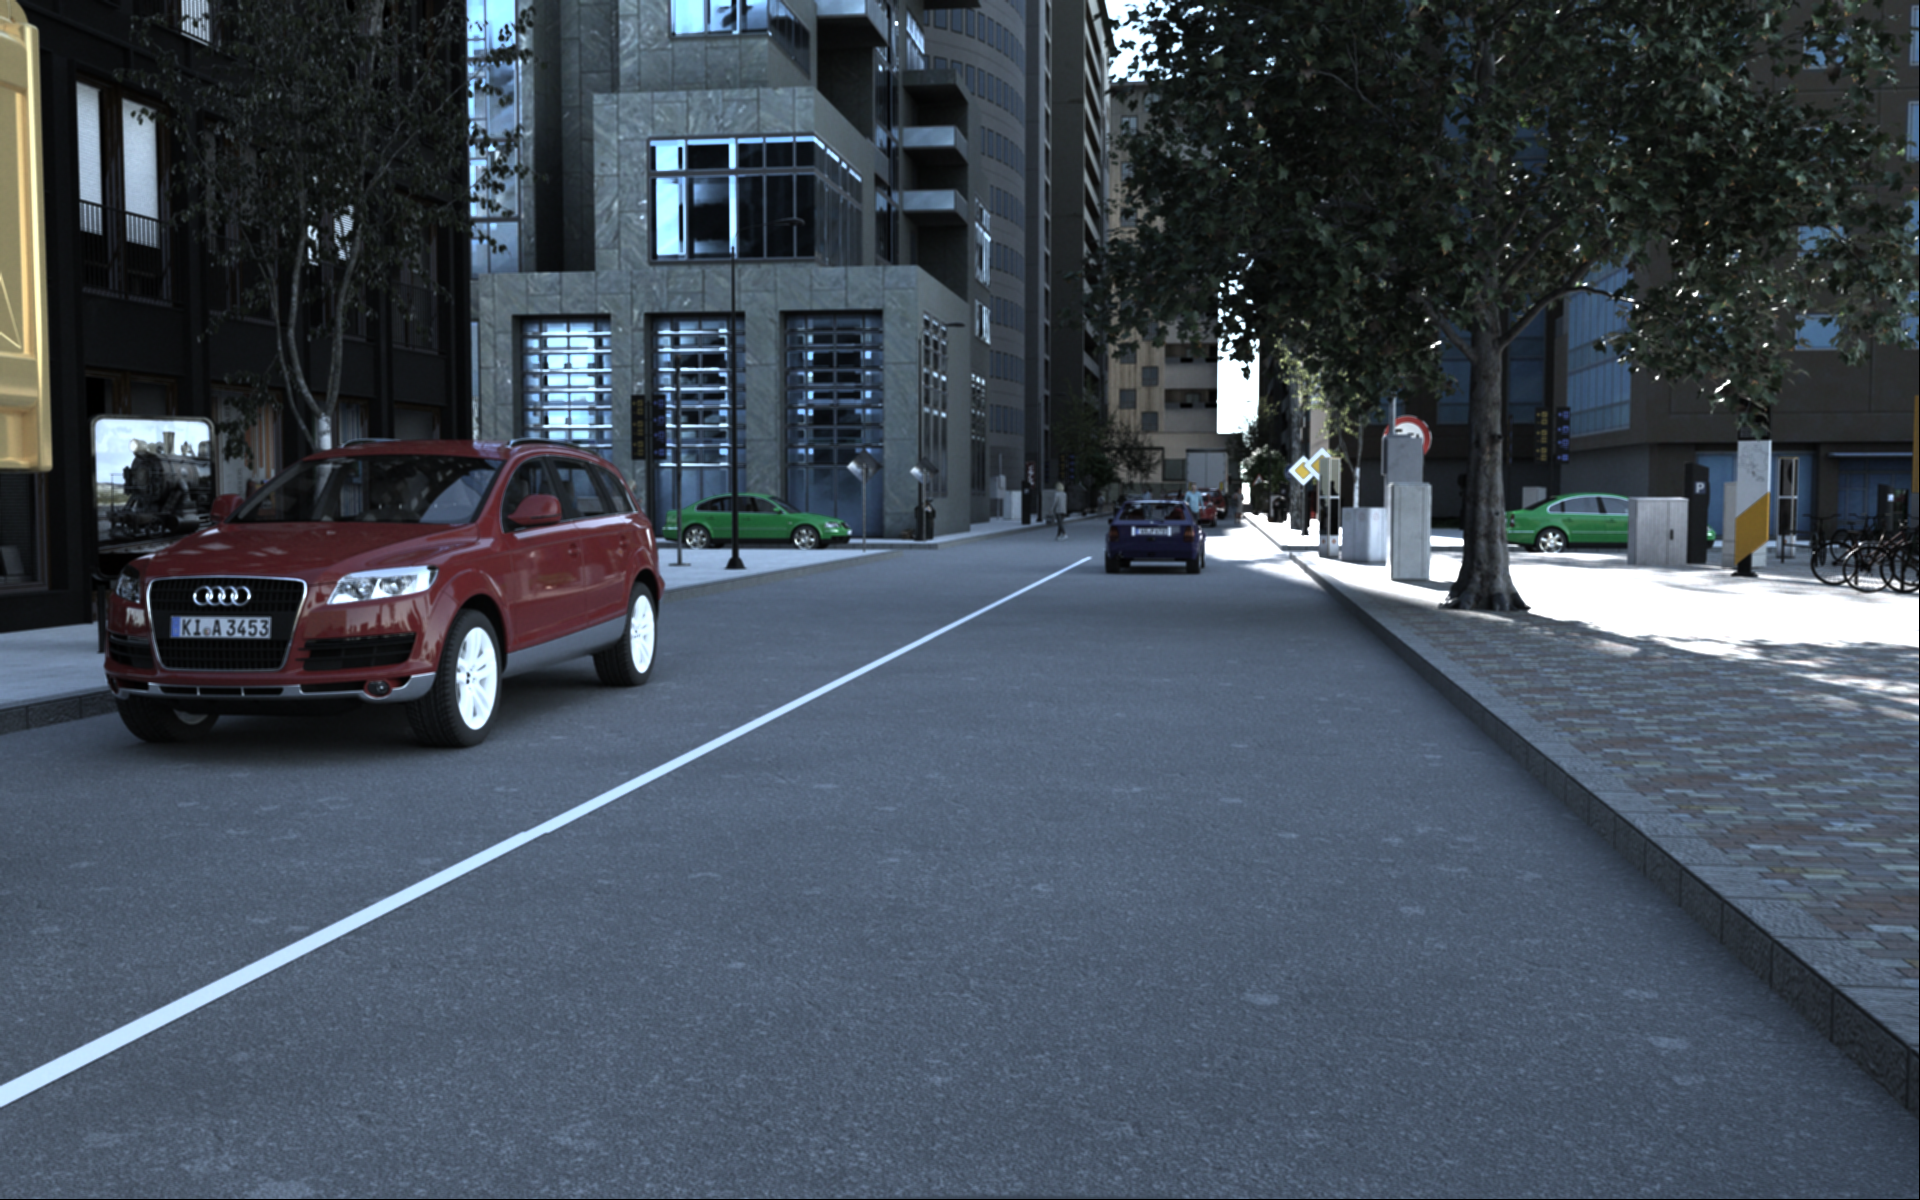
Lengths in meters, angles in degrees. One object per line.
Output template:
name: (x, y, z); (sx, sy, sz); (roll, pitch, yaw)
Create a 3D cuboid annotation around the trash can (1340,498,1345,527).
trash can: (14.527, -3.387, 67.034); (0.748, 1.137, 0.748); (0, 3, 0)

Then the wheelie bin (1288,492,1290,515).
wheelie bin: (20.440, -5.989, 105.824); (0.980, 1.594, 0.693); (-3, 5, -40)

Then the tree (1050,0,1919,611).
tree: (5.782, -6.247, 19.147); (9.611, 12.733, 9.660); (0, 3, 0)

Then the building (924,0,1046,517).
building: (-6.805, -34.236, 101.764); (21.231, 58.520, 28.212); (1, 4, 8)

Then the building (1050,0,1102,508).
building: (1.090, -32.376, 153.046); (21.300, 48.544, 21.600); (1, 4, 8)

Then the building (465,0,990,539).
building: (-9.956, -45.918, 63.429); (22.319, 86.520, 31.000); (1, 4, 8)

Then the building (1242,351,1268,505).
building: (49.394, -34.126, 212.576); (28.867, 44.769, 22.147); (1, 4, 8)

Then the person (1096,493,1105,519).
person: (7.907, -5.309, 97.891); (0.523, 1.515, 0.503); (2, 4, 32)

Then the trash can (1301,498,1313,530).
trash can: (12.394, -3.124, 62.739); (0.748, 1.137, 0.748); (0, 3, 0)

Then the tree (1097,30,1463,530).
tree: (10.980, -12.496, 60.204); (12.611, 20.169, 13.585); (0, 3, 0)

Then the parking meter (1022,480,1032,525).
parking meter: (2.802, -4.109, 72.888); (0.399, 1.863, 0.255); (0, 4, -3)

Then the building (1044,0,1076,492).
building: (-1.497, -42.397, 131.442); (20.563, 71.187, 20.611); (1, 4, 8)

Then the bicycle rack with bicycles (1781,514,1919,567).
bicycle rack with bicycles: (16.228, -1.101, 31.381); (2.852, 0.926, 2.925); (1, 4, 9)

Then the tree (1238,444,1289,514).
tree: (19.591, -7.766, 110.694); (4.285, 4.588, 4.351); (0, 3, 0)

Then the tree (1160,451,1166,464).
tree: (20.626, -14.914, 194.213); (4.360, 8.622, 3.978); (0, 3, 0)

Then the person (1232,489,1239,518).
person: (16.776, -5.863, 105.198); (0.563, 1.720, 0.643); (1, 4, 18)

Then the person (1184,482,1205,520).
person: (7.617, -2.932, 56.453); (0.660, 1.820, 0.620); (-1, 4, -12)

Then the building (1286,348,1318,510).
building: (39.451, -17.535, 131.739); (27.650, 21.520, 28.899); (1, 4, 8)

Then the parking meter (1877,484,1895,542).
parking meter: (23.477, -2.173, 43.946); (0.372, 1.533, 0.369); (0, 3, 0)

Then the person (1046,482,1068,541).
person: (3.032, -2.736, 53.408); (0.709, 1.800, 0.728); (-3, 4, -38)

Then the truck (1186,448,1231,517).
truck: (16.082, -7.539, 112.182); (2.839, 4.237, 11.283); (1, 4, 10)

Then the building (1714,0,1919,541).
building: (26.919, -24.596, 52.261); (14.200, 45.320, 14.600); (1, 4, 8)

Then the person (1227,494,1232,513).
person: (19.910, -7.375, 129.814); (1.217, 1.736, 0.721); (0, 4, 3)

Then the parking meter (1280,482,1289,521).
parking meter: (15.249, -4.635, 81.496); (0.399, 1.863, 0.255); (1, 4, 18)

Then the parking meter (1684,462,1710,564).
parking meter: (13.574, -1.604, 31.939); (0.399, 1.863, 0.255); (-1, 4, -9)

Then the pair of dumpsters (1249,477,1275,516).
pair of dumpsters: (17.950, -6.115, 102.478); (1.574, 2.255, 4.437); (1, 4, 9)

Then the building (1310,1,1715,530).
building: (22.241, -25.820, 72.275); (14.600, 45.320, 14.200); (1, 4, 8)

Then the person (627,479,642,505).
person: (-8.239, -2.150, 43.832); (0.526, 1.800, 0.537); (0, 4, -3)

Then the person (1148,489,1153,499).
person: (13.105, -6.769, 119.736); (0.480, 1.755, 0.524); (-2, 4, -26)

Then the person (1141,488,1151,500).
person: (10.363, -5.341, 96.096); (0.793, 1.790, 0.793); (-1, 4, -16)

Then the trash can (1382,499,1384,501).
trash can: (11.933, -2.188, 47.431); (0.748, 1.137, 0.748); (0, 3, 0)

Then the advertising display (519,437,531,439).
advertising display: (-4.973, -0.902, 19.959); (0.123, 1.923, 0.974); (-1, 4, -10)

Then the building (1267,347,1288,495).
building: (42.868, -33.906, 178.063); (21.300, 48.544, 21.600); (1, 4, 8)

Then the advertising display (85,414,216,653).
advertising display: (-6.619, -0.551, 14.229); (0.974, 1.923, 0.123); (-3, 5, -43)

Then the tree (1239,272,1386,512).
tree: (10.765, -5.962, 47.849); (4.360, 8.622, 3.978); (0, 3, 0)

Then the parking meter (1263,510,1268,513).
parking meter: (20.531, -6.593, 116.203); (0.372, 1.533, 0.369); (0, 3, 0)

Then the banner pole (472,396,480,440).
banner pole: (-11.034, -3.003, 39.119); (0.401, 3.779, 0.863); (-3, 5, -43)

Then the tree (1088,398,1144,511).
tree: (11.515, -11.147, 132.613); (4.360, 8.622, 3.978); (0, 3, 0)

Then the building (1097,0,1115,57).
building: (1.752, -36.192, 180.983); (27.495, 52.752, 28.713); (1, 4, 8)

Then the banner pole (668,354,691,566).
banner pole: (-4.978, -2.492, 30.759); (0.401, 3.779, 0.863); (-1, 4, -13)

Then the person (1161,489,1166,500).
person: (13.005, -6.182, 110.159); (0.643, 1.750, 0.593); (0, 4, 5)

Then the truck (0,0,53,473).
truck: (-5.068, -0.337, 1.434); (3.469, 3.379, 9.791); (1, 4, 8)

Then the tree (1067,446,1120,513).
tree: (9.143, -8.378, 120.693); (4.285, 4.588, 4.351); (0, 3, 0)

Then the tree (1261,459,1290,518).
tree: (17.568, -6.139, 94.970); (1.663, 3.219, 1.824); (0, 3, 0)

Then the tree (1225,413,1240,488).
tree: (21.738, -10.826, 127.360); (4.360, 8.622, 3.978); (0, 3, 0)

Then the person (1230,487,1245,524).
person: (13.405, -4.571, 83.587); (0.716, 1.782, 0.532); (0, 4, -7)

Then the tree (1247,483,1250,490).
tree: (26.668, -9.778, 154.472); (1.663, 3.219, 1.824); (0, 3, 0)

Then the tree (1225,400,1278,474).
tree: (22.736, -11.234, 134.045); (4.737, 8.622, 4.395); (0, 3, 0)

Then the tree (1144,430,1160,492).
tree: (16.872, -13.428, 169.915); (4.360, 8.622, 3.978); (0, 3, 0)

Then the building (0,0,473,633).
building: (-14.468, -11.530, 18.198); (12.332, 23.373, 15.834); (1, 4, 8)

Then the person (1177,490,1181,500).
person: (19.818, -9.005, 155.686); (0.705, 1.831, 1.348); (-1, 4, -22)

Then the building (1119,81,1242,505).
building: (22.151, -38.623, 220.719); (27.495, 52.752, 28.713); (1, 4, 8)
